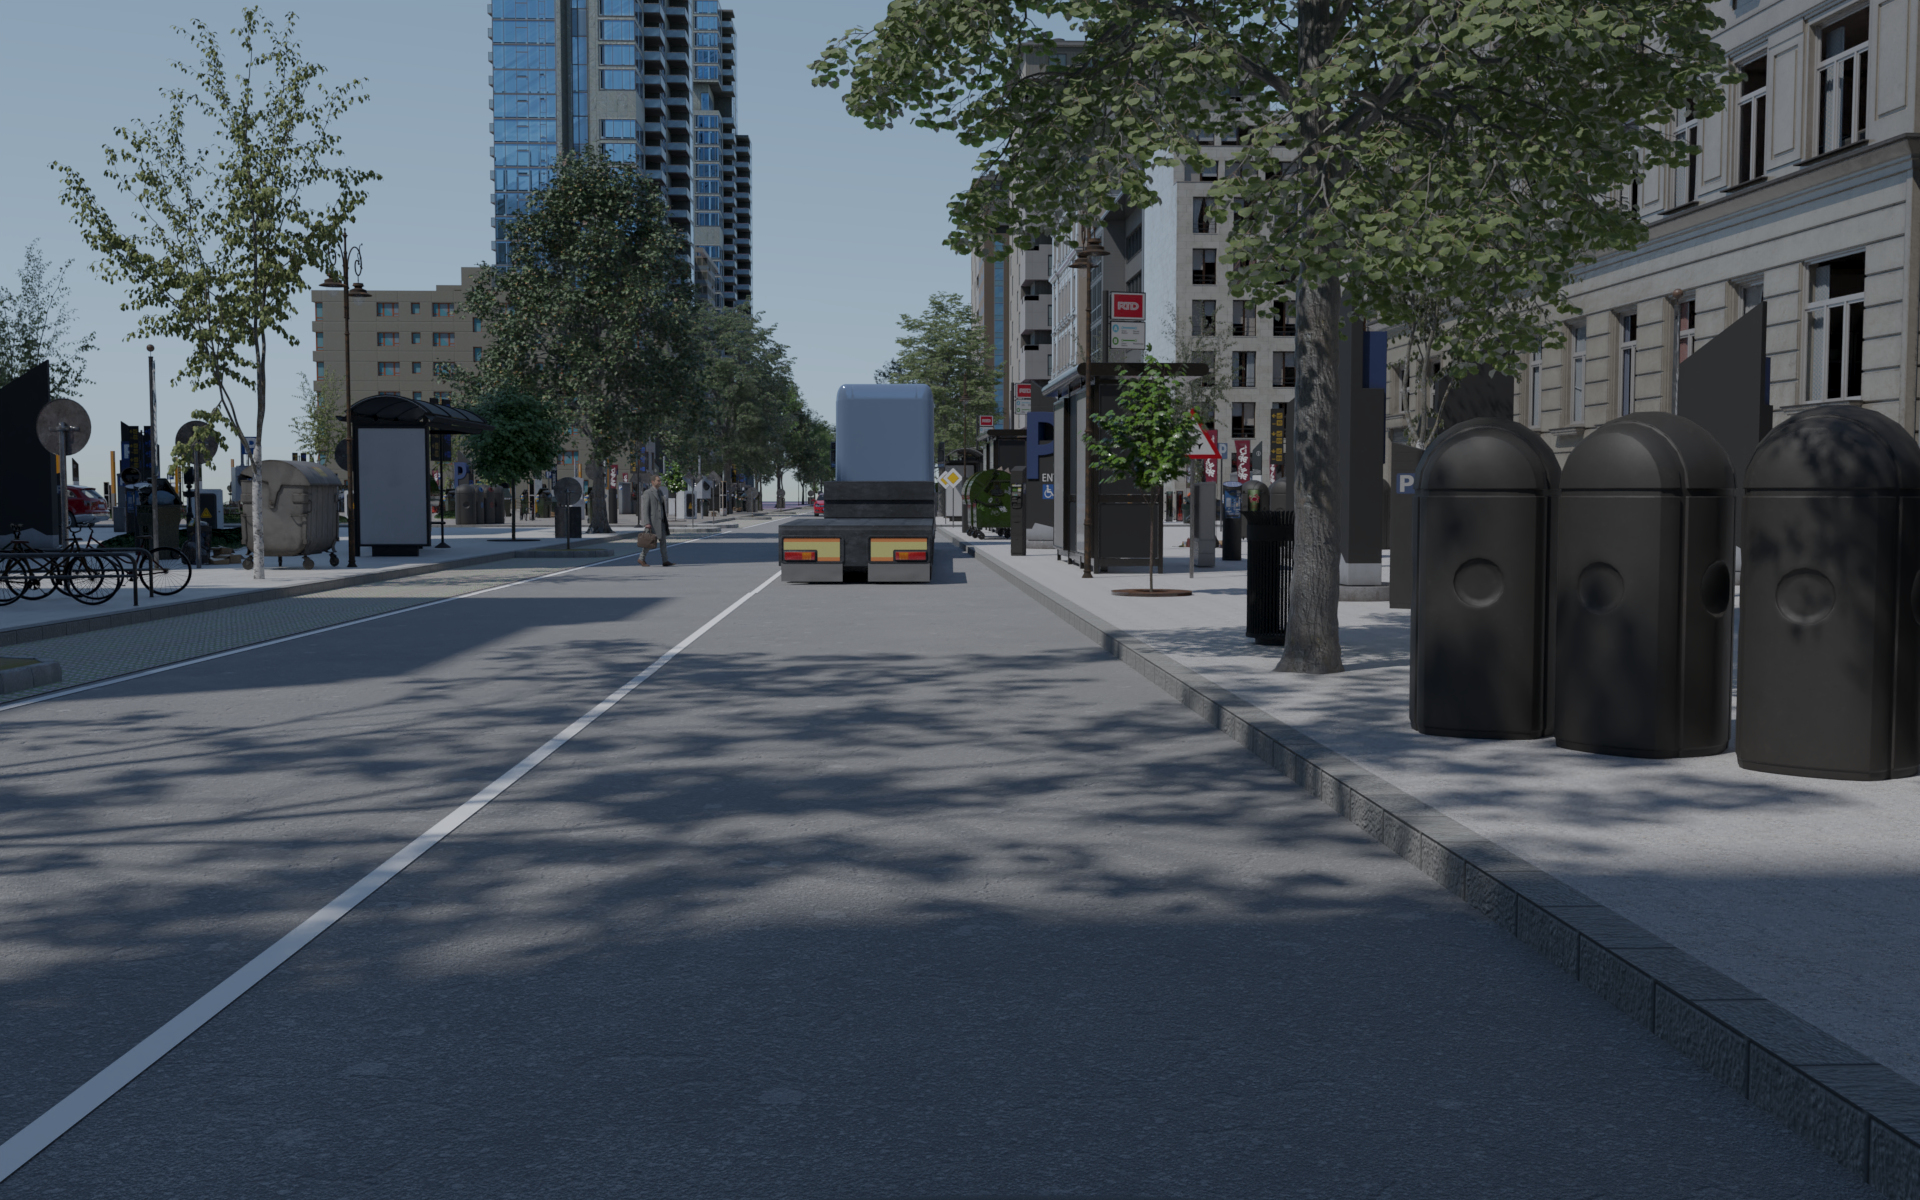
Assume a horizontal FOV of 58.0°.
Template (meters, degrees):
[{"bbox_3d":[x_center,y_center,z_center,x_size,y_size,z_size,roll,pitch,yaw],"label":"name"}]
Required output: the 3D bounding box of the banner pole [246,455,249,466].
[{"bbox_3d":[-36.098,-5.982,87.822,0.401,3.779,0.863,-2,4,-33],"label":"banner pole"}]

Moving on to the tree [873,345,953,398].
[{"bbox_3d":[-3.966,-21.960,214.934,12.611,20.169,13.585,0,3,0],"label":"tree"}]

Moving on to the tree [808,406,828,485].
[{"bbox_3d":[-17.202,-15.062,163.277,9.611,12.733,9.660,0,3,0],"label":"tree"}]

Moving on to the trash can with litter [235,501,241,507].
[{"bbox_3d":[-49.765,-6.659,119.924,2.233,1.210,1.678,1,4,14],"label":"trash can with litter"}]

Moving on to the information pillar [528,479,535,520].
[{"bbox_3d":[-21.148,-4.958,85.549,0.304,2.012,0.304,-1,4,-16],"label":"information pillar"}]

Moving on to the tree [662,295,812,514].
[{"bbox_3d":[-14.967,-12.455,110.294,9.857,13.997,8.962,0,3,0],"label":"tree"}]

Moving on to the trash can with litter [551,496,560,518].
[{"bbox_3d":[-22.157,-5.102,94.802,0.624,1.170,1.055,0,4,-5],"label":"trash can with litter"}]

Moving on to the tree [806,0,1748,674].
[{"bbox_3d":[2.479,-5.779,12.610,7.486,12.596,7.792,0,3,0],"label":"tree"}]

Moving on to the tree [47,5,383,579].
[{"bbox_3d":[-10.817,-4.620,25.893,4.737,8.622,4.395,0,3,0],"label":"tree"}]

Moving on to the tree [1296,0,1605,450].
[{"bbox_3d":[6.927,-4.569,25.067,4.360,8.622,3.978,0,3,0],"label":"tree"}]

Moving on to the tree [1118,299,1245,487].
[{"bbox_3d":[8.626,-6.985,64.570,4.360,8.622,3.978,0,3,0],"label":"tree"}]

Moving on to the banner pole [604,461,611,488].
[{"bbox_3d":[-15.780,-5.335,77.250,0.863,3.779,0.401,2,4,35],"label":"banner pole"}]

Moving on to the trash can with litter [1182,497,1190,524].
[{"bbox_3d":[10.034,-3.844,74.236,1.055,1.170,0.624,2,4,32],"label":"trash can with litter"}]

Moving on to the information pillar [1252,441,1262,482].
[{"bbox_3d":[13.105,-5.198,76.343,0.504,3.616,0.183,3,5,44],"label":"information pillar"}]

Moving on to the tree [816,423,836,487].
[{"bbox_3d":[-23.462,-24.423,305.974,9.857,13.997,8.962,0,3,0],"label":"tree"}]

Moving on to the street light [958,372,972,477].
[{"bbox_3d":[0.189,-5.669,65.474,0.468,5.910,1.993,0,4,-3],"label":"street light"}]

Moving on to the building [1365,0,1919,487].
[{"bbox_3d":[21.020,-12.666,40.367,16.112,22.955,30.059,0,4,-3],"label":"building"}]

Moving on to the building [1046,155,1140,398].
[{"bbox_3d":[14.505,-21.631,139.576,13.634,28.700,20.117,0,4,-3],"label":"building"}]

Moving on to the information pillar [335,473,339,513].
[{"bbox_3d":[-21.562,-3.363,59.482,0.304,2.012,0.304,1,4,18],"label":"information pillar"}]

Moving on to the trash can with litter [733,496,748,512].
[{"bbox_3d":[-15.862,-6.998,125.802,1.055,1.170,0.624,2,4,30],"label":"trash can with litter"}]

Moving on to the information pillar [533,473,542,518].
[{"bbox_3d":[-23.053,-6.306,94.452,0.504,3.616,0.183,-2,4,-31],"label":"information pillar"}]

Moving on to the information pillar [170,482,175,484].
[{"bbox_3d":[-49.794,-6.428,109.593,0.304,2.012,0.304,-1,4,-16],"label":"information pillar"}]

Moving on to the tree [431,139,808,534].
[{"bbox_3d":[-11.857,-8.515,56.234,9.611,12.733,9.660,0,3,0],"label":"tree"}]

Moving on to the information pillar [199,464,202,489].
[{"bbox_3d":[-48.374,-7.270,110.221,0.183,3.616,0.504,0,4,7],"label":"information pillar"}]

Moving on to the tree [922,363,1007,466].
[{"bbox_3d":[-1.214,-11.043,114.973,8.767,10.594,7.601,0,4,-3],"label":"tree"}]

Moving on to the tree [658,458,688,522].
[{"bbox_3d":[-13.227,-5.282,80.965,1.663,3.219,1.824,0,3,0],"label":"tree"}]

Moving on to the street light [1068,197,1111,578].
[{"bbox_3d":[1.948,-3.273,26.294,0.468,5.910,1.993,0,4,-3],"label":"street light"}]

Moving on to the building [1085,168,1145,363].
[{"bbox_3d":[16.982,-18.078,114.645,14.314,24.678,30.058,0,4,-3],"label":"building"}]

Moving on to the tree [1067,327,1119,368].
[{"bbox_3d":[5.732,-7.665,75.678,4.360,8.622,3.978,0,3,0],"label":"tree"}]

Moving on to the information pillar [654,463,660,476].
[{"bbox_3d":[-22.871,-8.524,130.726,0.504,3.616,0.183,2,4,32],"label":"information pillar"}]

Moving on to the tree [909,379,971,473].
[{"bbox_3d":[-3.096,-15.753,167.925,12.009,13.543,11.850,0,3,0],"label":"tree"}]

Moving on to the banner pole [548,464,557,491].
[{"bbox_3d":[-29.557,-8.288,125.530,0.863,3.779,0.401,-2,4,-34],"label":"banner pole"}]

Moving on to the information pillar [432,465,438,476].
[{"bbox_3d":[-42.578,-9.122,140.500,0.504,3.616,0.183,-2,4,-33],"label":"information pillar"}]

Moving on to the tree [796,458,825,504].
[{"bbox_3d":[-19.875,-16.777,224.665,4.360,8.622,3.978,0,3,0],"label":"tree"}]

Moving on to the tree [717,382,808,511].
[{"bbox_3d":[-15.343,-12.024,131.009,8.767,10.594,7.601,3,5,39],"label":"tree"}]

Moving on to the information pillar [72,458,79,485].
[{"bbox_3d":[-56.923,-7.348,111.493,0.183,3.616,0.504,1,4,19],"label":"information pillar"}]

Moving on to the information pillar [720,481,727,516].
[{"bbox_3d":[-13.621,-5.820,99.645,0.304,2.012,0.304,-3,5,-45],"label":"information pillar"}]

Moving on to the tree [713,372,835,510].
[{"bbox_3d":[-16.437,-13.147,140.712,9.928,11.665,9.643,0,3,0],"label":"tree"}]

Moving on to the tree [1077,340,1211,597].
[{"bbox_3d":[2.303,-1.675,21.986,1.663,3.219,1.824,0,3,0],"label":"tree"}]

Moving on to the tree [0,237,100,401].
[{"bbox_3d":[-27.281,-6.109,50.250,4.360,8.622,3.978,0,3,0],"label":"tree"}]

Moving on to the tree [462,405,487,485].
[{"bbox_3d":[-36.724,-10.646,124.417,4.737,8.622,4.395,0,3,0],"label":"tree"}]

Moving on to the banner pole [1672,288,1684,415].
[{"bbox_3d":[8.661,-1.894,20.984,0.401,3.779,0.863,1,4,20],"label":"banner pole"}]

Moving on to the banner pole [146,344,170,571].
[{"bbox_3d":[-13.398,-2.374,28.828,0.401,3.779,0.863,-2,4,-30],"label":"banner pole"}]

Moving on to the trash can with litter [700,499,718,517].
[{"bbox_3d":[-14.285,-5.329,98.517,1.055,1.170,0.624,0,4,-5],"label":"trash can with litter"}]

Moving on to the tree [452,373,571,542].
[{"bbox_3d":[-12.300,-3.886,47.251,4.285,4.588,4.351,0,3,0],"label":"tree"}]

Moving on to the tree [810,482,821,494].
[{"bbox_3d":[-21.455,-16.009,256.340,1.663,3.219,1.824,0,3,0],"label":"tree"}]

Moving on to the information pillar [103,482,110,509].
[{"bbox_3d":[-51.377,-6.104,104.294,0.304,2.012,0.304,-1,4,-20],"label":"information pillar"}]

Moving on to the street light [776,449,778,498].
[{"bbox_3d":[-15.827,-10.848,150.154,0.468,5.910,1.993,0,4,-3],"label":"street light"}]

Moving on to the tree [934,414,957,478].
[{"bbox_3d":[-1.291,-10.896,128.511,4.737,8.622,4.395,0,3,0],"label":"tree"}]

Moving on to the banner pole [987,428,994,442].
[{"bbox_3d":[1.168,-4.646,65.977,0.401,3.779,0.863,-2,4,-24],"label":"banner pole"}]
